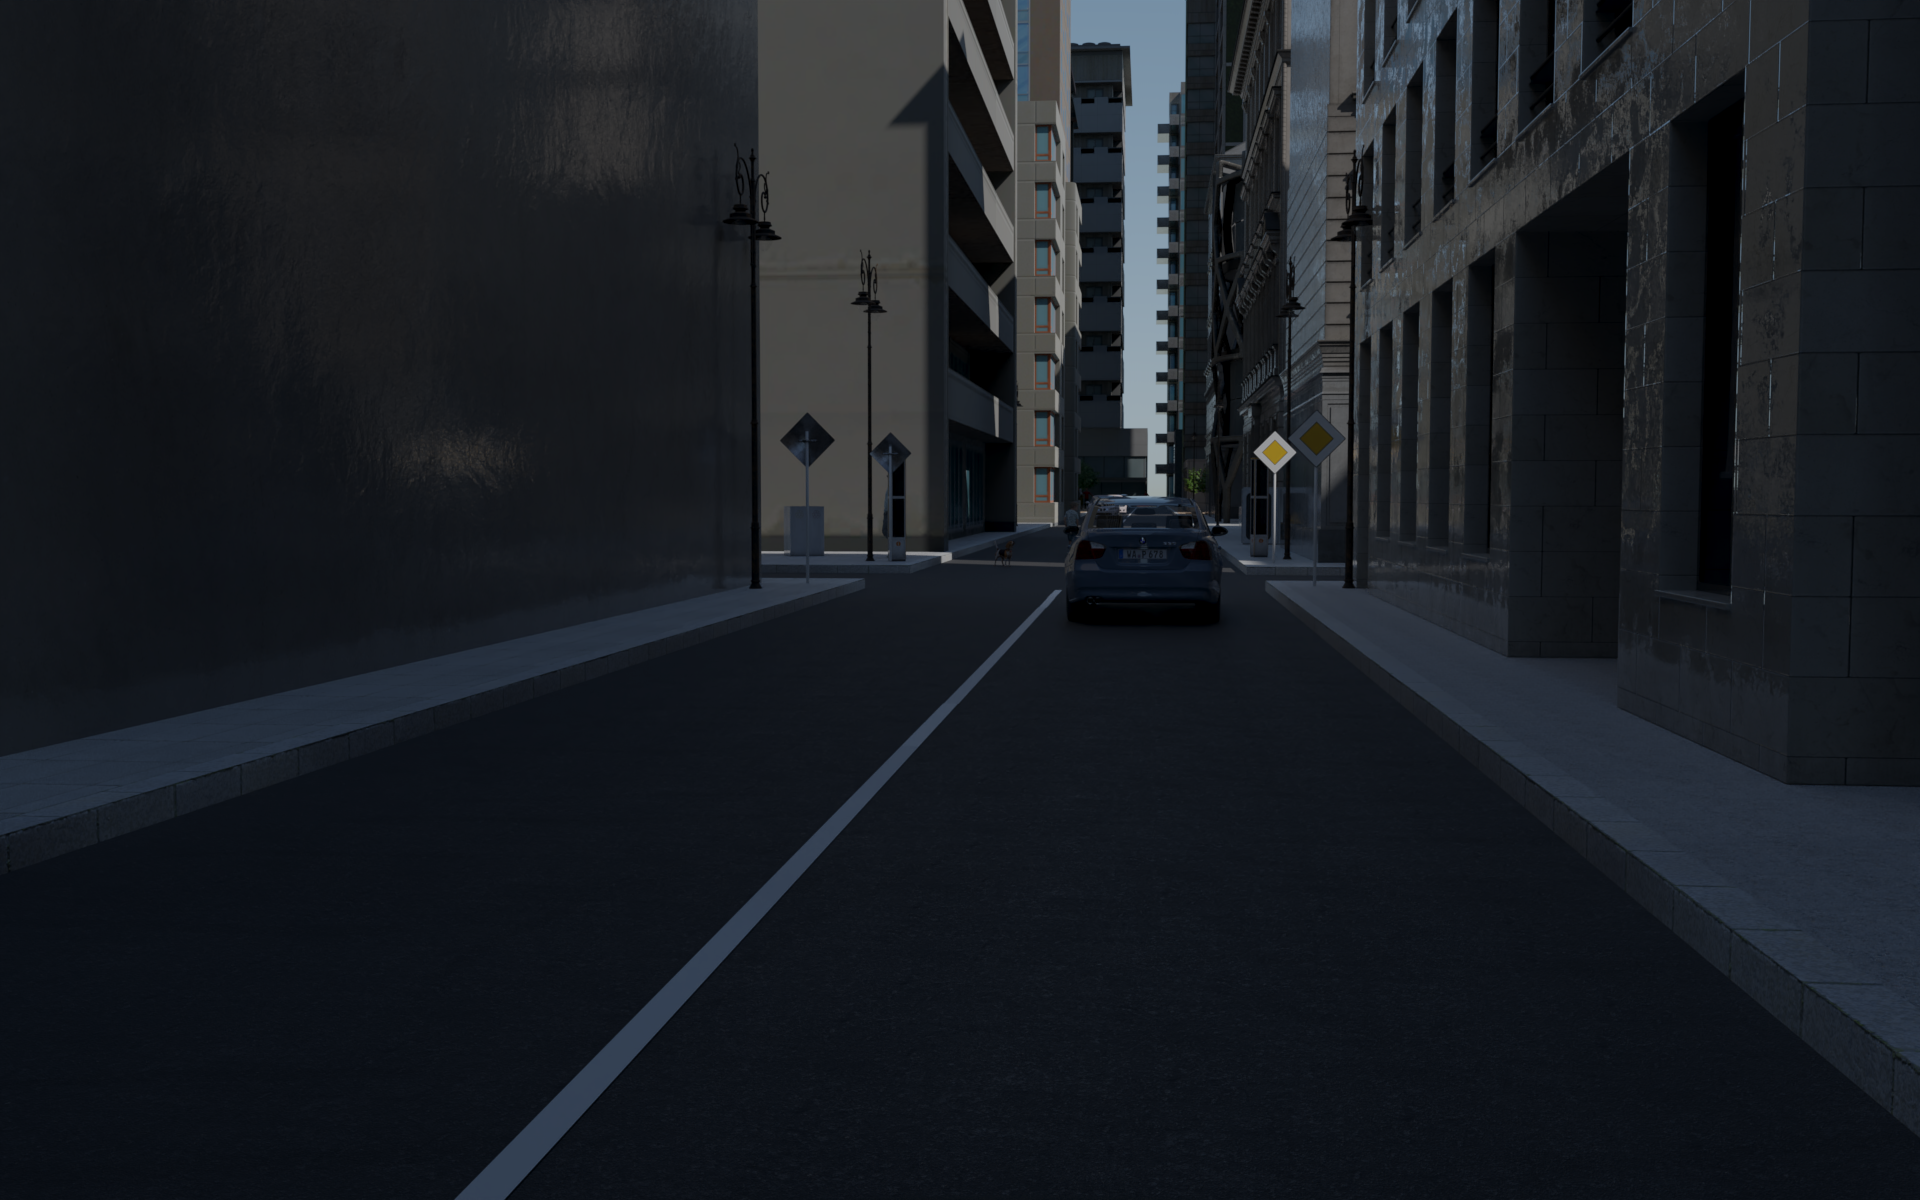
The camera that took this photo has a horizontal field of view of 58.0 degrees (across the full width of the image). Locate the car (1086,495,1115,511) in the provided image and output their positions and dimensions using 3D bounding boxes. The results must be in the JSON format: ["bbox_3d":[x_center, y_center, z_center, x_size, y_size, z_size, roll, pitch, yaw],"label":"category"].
[{"bbox_3d":[8.411,-5.444,101.371,2.083,1.381,4.827,0,4,6],"label":"car"}]

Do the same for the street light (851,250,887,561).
[{"bbox_3d":[-1.720,-3.680,32.964,0.468,5.910,1.993,0,4,6],"label":"street light"}]

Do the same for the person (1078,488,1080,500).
[{"bbox_3d":[9.282,-7.996,136.913,0.705,1.807,1.348,0,4,-1],"label":"person"}]

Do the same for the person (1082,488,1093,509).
[{"bbox_3d":[10.875,-8.727,148.659,1.348,1.831,0.705,0,4,-4],"label":"person"}]

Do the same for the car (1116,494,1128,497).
[{"bbox_3d":[14.156,-8.612,152.815,2.014,1.417,4.499,0,4,6],"label":"car"}]

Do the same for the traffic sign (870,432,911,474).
[{"bbox_3d":[-1.330,-1.869,32.743,0.795,2.593,0.064,0,4,6],"label":"traffic sign"}]

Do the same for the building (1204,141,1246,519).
[{"bbox_3d":[18.812,-15.162,97.049,9.793,20.994,18.267,0,4,6],"label":"building"}]

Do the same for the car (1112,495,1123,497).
[{"bbox_3d":[10.864,-6.750,122.718,2.083,1.381,4.827,0,4,5],"label":"car"}]

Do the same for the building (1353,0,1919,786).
[{"bbox_3d":[9.717,-9.788,14.784,10.420,20.320,16.860,0,4,6],"label":"building"}]

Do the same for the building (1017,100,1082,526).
[{"bbox_3d":[-7.962,-15.117,92.208,27.650,21.520,28.899,0,4,6],"label":"building"}]

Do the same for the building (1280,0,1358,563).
[{"bbox_3d":[16.044,-11.386,35.307,18.267,20.994,9.793,0,4,6],"label":"building"}]

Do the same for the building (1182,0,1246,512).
[{"bbox_3d":[26.548,-41.858,122.622,20.563,71.187,20.611,0,4,6],"label":"building"}]

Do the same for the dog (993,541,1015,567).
[{"bbox_3d":[0.877,-0.920,34.336,0.540,0.507,0.406,1,4,19],"label":"dog"}]

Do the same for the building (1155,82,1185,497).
[{"bbox_3d":[37.921,-35.460,199.378,30.456,49.044,23.786,0,4,6],"label":"building"}]

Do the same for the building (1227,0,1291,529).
[{"bbox_3d":[14.100,-11.615,54.540,10.561,19.102,19.286,0,4,6],"label":"building"}]

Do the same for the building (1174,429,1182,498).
[{"bbox_3d":[31.929,-52.037,163.478,22.319,86.520,31.000,0,4,6],"label":"building"}]

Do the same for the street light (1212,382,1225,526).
[{"bbox_3d":[10.443,-5.947,70.023,0.468,5.910,1.993,0,4,6],"label":"street light"}]

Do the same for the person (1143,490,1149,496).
[{"bbox_3d":[17.846,-9.660,166.376,1.348,1.831,0.705,-3,5,-43],"label":"person"}]

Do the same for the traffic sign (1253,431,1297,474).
[{"bbox_3d":[5.819,-1.820,31.944,0.795,2.593,0.064,0,4,6],"label":"traffic sign"}]

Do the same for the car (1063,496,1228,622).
[{"bbox_3d":[2.214,-0.536,20.769,2.014,1.417,4.499,0,4,7],"label":"car"}]

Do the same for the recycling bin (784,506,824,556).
[{"bbox_3d":[-3.244,-1.434,36.002,0.722,1.027,0.722,-1,4,-17],"label":"recycling bin"}]

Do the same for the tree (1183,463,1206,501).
[{"bbox_3d":[15.495,-7.305,114.045,1.663,3.219,1.824,0,3,0],"label":"tree"}]

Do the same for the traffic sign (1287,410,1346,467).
[{"bbox_3d":[4.951,-1.334,24.006,0.795,2.593,0.064,0,4,6],"label":"traffic sign"}]

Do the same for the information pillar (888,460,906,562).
[{"bbox_3d":[-1.204,-1.745,33.031,0.304,2.012,0.304,-1,4,-14],"label":"information pillar"}]

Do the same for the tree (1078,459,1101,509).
[{"bbox_3d":[11.213,-10.740,159.306,4.285,4.588,4.351,0,3,0],"label":"tree"}]

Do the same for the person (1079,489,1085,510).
[{"bbox_3d":[10.070,-8.360,143.455,0.721,1.736,1.217,-1,4,-16],"label":"person"}]

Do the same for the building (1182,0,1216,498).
[{"bbox_3d":[25.322,-28.006,141.487,14.154,41.232,14.086,0,4,6],"label":"building"}]

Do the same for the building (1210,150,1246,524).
[{"bbox_3d":[19.820,-12.891,78.222,16.820,18.784,16.811,0,4,6],"label":"building"}]

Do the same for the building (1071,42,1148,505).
[{"bbox_3d":[8.504,-37.650,204.822,27.495,52.752,28.713,0,4,6],"label":"building"}]

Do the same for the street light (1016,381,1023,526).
[{"bbox_3d":[2.239,-5.894,69.157,0.468,5.910,1.993,0,4,6],"label":"street light"}]

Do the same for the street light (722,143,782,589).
[{"bbox_3d":[-2.773,-3.090,23.311,0.468,5.910,1.993,0,4,6],"label":"street light"}]

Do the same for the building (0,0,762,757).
[{"bbox_3d":[-20.806,-12.968,16.536,34.151,26.468,19.350,0,4,6],"label":"building"}]

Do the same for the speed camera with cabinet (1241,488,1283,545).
[{"bbox_3d":[8.185,-3.025,43.795,2.038,3.252,0.660,2,4,24],"label":"speed camera with cabinet"}]

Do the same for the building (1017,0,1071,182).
[{"bbox_3d":[0.108,-28.461,115.450,14.600,45.320,14.200,0,4,6],"label":"building"}]

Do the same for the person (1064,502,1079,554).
[{"bbox_3d":[2.660,-1.724,41.364,0.332,1.250,0.352,3,5,40],"label":"person"}]

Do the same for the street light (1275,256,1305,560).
[{"bbox_3d":[6.426,-3.734,33.837,0.468,5.910,1.993,0,4,6],"label":"street light"}]

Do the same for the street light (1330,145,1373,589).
[{"bbox_3d":[5.295,-3.096,23.409,0.468,5.910,1.993,0,4,6],"label":"street light"}]

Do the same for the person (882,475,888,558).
[{"bbox_3d":[-1.277,-1.724,34.723,0.515,1.767,0.782,1,4,19],"label":"person"}]

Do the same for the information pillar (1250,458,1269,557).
[{"bbox_3d":[6.085,-1.877,35.186,0.304,2.012,0.304,0,4,-6],"label":"information pillar"}]

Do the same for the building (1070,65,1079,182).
[{"bbox_3d":[-1.313,-31.716,173.173,28.867,44.769,22.147,0,4,6],"label":"building"}]

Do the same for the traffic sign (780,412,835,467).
[{"bbox_3d":[-2.199,-1.383,24.806,0.795,2.593,0.064,0,4,6],"label":"traffic sign"}]

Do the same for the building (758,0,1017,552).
[{"bbox_3d":[-9.801,-25.975,48.401,21.300,48.544,21.600,0,4,6],"label":"building"}]

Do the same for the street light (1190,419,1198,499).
[{"bbox_3d":[14.352,-8.161,106.222,0.468,5.910,1.993,0,4,6],"label":"street light"}]
